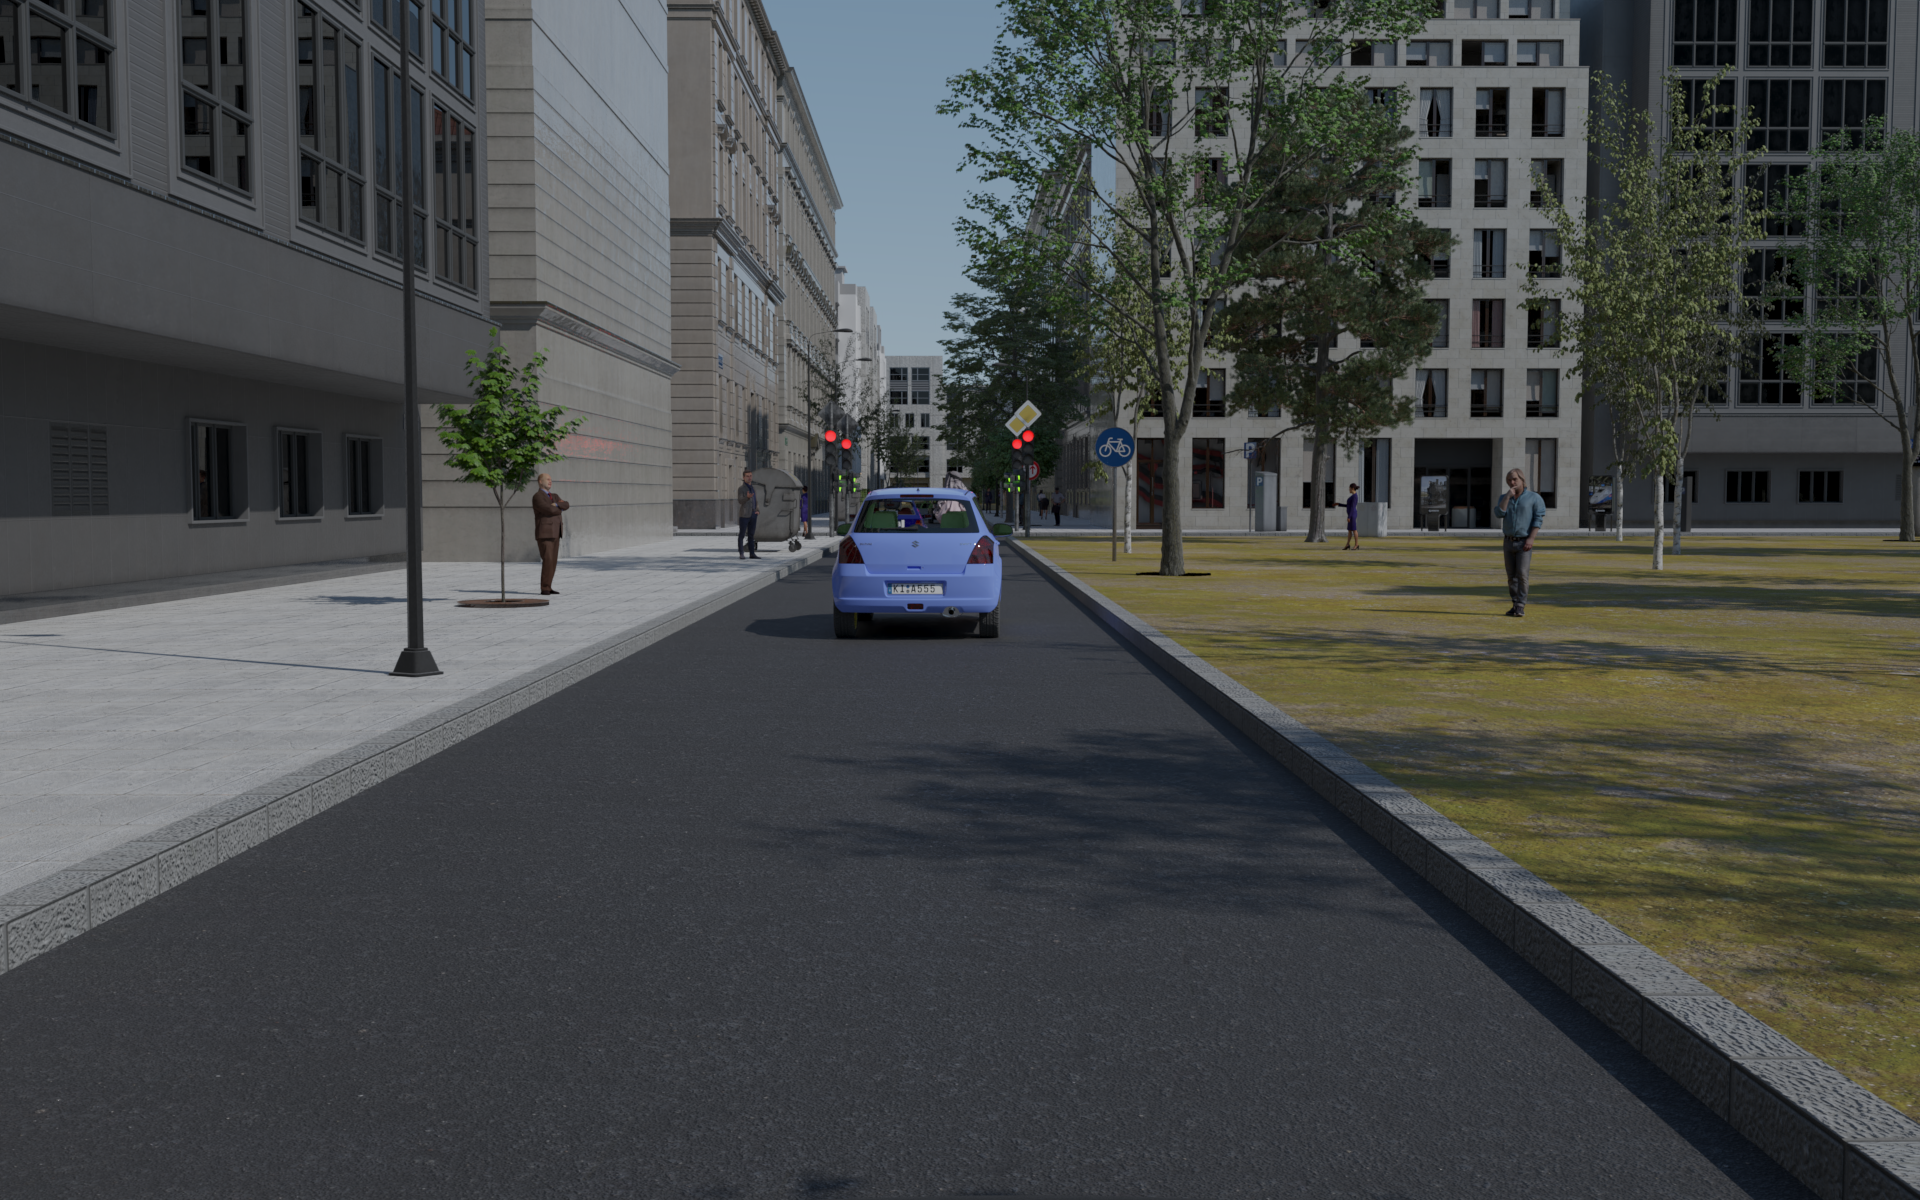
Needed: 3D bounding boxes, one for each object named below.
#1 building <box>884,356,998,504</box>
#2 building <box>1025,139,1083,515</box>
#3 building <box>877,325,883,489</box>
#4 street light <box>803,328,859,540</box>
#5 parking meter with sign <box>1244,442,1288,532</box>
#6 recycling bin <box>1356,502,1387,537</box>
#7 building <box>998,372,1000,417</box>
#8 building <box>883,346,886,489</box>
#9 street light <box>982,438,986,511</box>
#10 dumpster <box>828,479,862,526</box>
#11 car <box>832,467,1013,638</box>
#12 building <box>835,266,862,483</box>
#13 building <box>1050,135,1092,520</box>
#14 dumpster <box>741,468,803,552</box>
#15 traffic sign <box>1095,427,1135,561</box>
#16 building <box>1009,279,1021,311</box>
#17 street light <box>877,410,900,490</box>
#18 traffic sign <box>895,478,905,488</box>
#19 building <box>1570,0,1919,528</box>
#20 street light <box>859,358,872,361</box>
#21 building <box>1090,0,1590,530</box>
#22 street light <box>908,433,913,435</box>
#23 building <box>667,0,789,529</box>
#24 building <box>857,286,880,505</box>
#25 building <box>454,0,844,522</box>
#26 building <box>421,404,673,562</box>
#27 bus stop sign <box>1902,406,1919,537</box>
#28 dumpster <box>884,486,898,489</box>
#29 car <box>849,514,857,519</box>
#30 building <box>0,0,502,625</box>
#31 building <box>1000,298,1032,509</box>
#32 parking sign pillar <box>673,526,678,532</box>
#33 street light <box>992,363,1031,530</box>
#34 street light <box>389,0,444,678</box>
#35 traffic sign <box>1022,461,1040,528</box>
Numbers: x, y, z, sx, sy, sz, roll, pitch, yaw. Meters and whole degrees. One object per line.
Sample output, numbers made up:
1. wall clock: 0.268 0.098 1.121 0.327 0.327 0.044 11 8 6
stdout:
1. building: -10.713 -22.218 229.717 31.486 18.905 16.747 0 4 0
2. building: 12.897 -17.494 119.305 16.112 22.955 30.059 0 4 0
3. building: -16.711 -20.103 185.105 16.016 20.091 11.380 0 4 0
4. street light: -3.695 -4.655 48.644 1.470 5.913 1.316 0 4 0
5. parking meter with sign: 10.429 -3.832 58.907 1.738 3.016 0.543 -3 5 -40
6. recycling bin: 12.341 -2.406 51.898 0.722 1.027 0.722 2 4 33
7. building: 12.490 -21.145 202.147 16.016 20.091 11.380 0 4 0
8. building: -14.330 -21.005 199.850 11.380 20.091 16.016 0 4 0
9. street light: 1.546 -7.674 98.017 1.470 5.913 1.316 0 4 0
10. dumpster: -4.450 -3.746 67.010 1.264 1.857 1.865 0 4 0
11. car: -0.397 -0.550 18.577 1.945 1.707 3.694 0 4 1
12. building: -16.058 -17.440 141.561 16.016 20.091 11.380 0 4 0
13. building: 11.261 -15.755 93.745 11.583 22.565 21.152 0 4 0
14. dumpster: -4.193 -2.012 38.651 1.264 1.857 1.865 0 4 -1
15. traffic sign: 2.941 -2.007 32.920 0.768 2.556 0.104 0 4 8
16. building: 18.939 -20.557 180.077 27.936 21.610 32.646 0 4 0
17. street light: -3.976 -7.508 95.302 1.470 5.913 1.316 0 4 0
18. traffic sign: -4.616 -8.192 133.945 0.884 2.594 0.081 0 4 2
19. building: 35.328 -16.855 69.081 24.014 27.812 14.314 0 4 0
20. street light: -3.683 -5.295 59.119 1.470 5.913 1.316 0 4 0
21. building: 13.910 -12.983 67.030 16.860 20.320 10.420 0 4 0
22. street light: -4.255 -9.749 131.933 1.470 5.913 1.316 0 4 0
23. building: -14.576 -16.925 73.992 12.463 27.353 25.104 0 4 0
24. building: -16.526 -18.158 163.334 16.747 18.905 31.486 0 4 0
25. building: -16.923 -20.308 108.451 17.030 29.872 44.131 0 4 0
26. building: -29.384 -16.085 39.407 44.131 29.872 17.030 0 4 0
27. bus stop sign: 28.731 -3.850 51.957 0.837 3.901 0.837 2 4 28
28. dumpster: -4.707 -6.967 119.664 1.264 1.857 1.865 0 4 -1
29. car: -1.624 -1.697 40.324 1.945 1.354 3.894 0 4 -1
30. building: -14.736 -13.695 17.428 14.314 27.812 24.014 0 4 0
31. building: 12.048 -18.445 157.996 16.016 20.091 11.380 0 4 0
32. parking sign pillar: -10.323 -4.297 58.725 1.447 3.967 1.447 0 4 4
33. street light: 1.822 -5.435 61.397 1.470 5.913 1.316 0 4 0
34. street light: -3.314 -2.419 12.099 1.470 5.913 1.316 0 4 0
35. traffic sign: 2.594 -3.943 64.570 0.768 2.556 0.104 0 4 3
